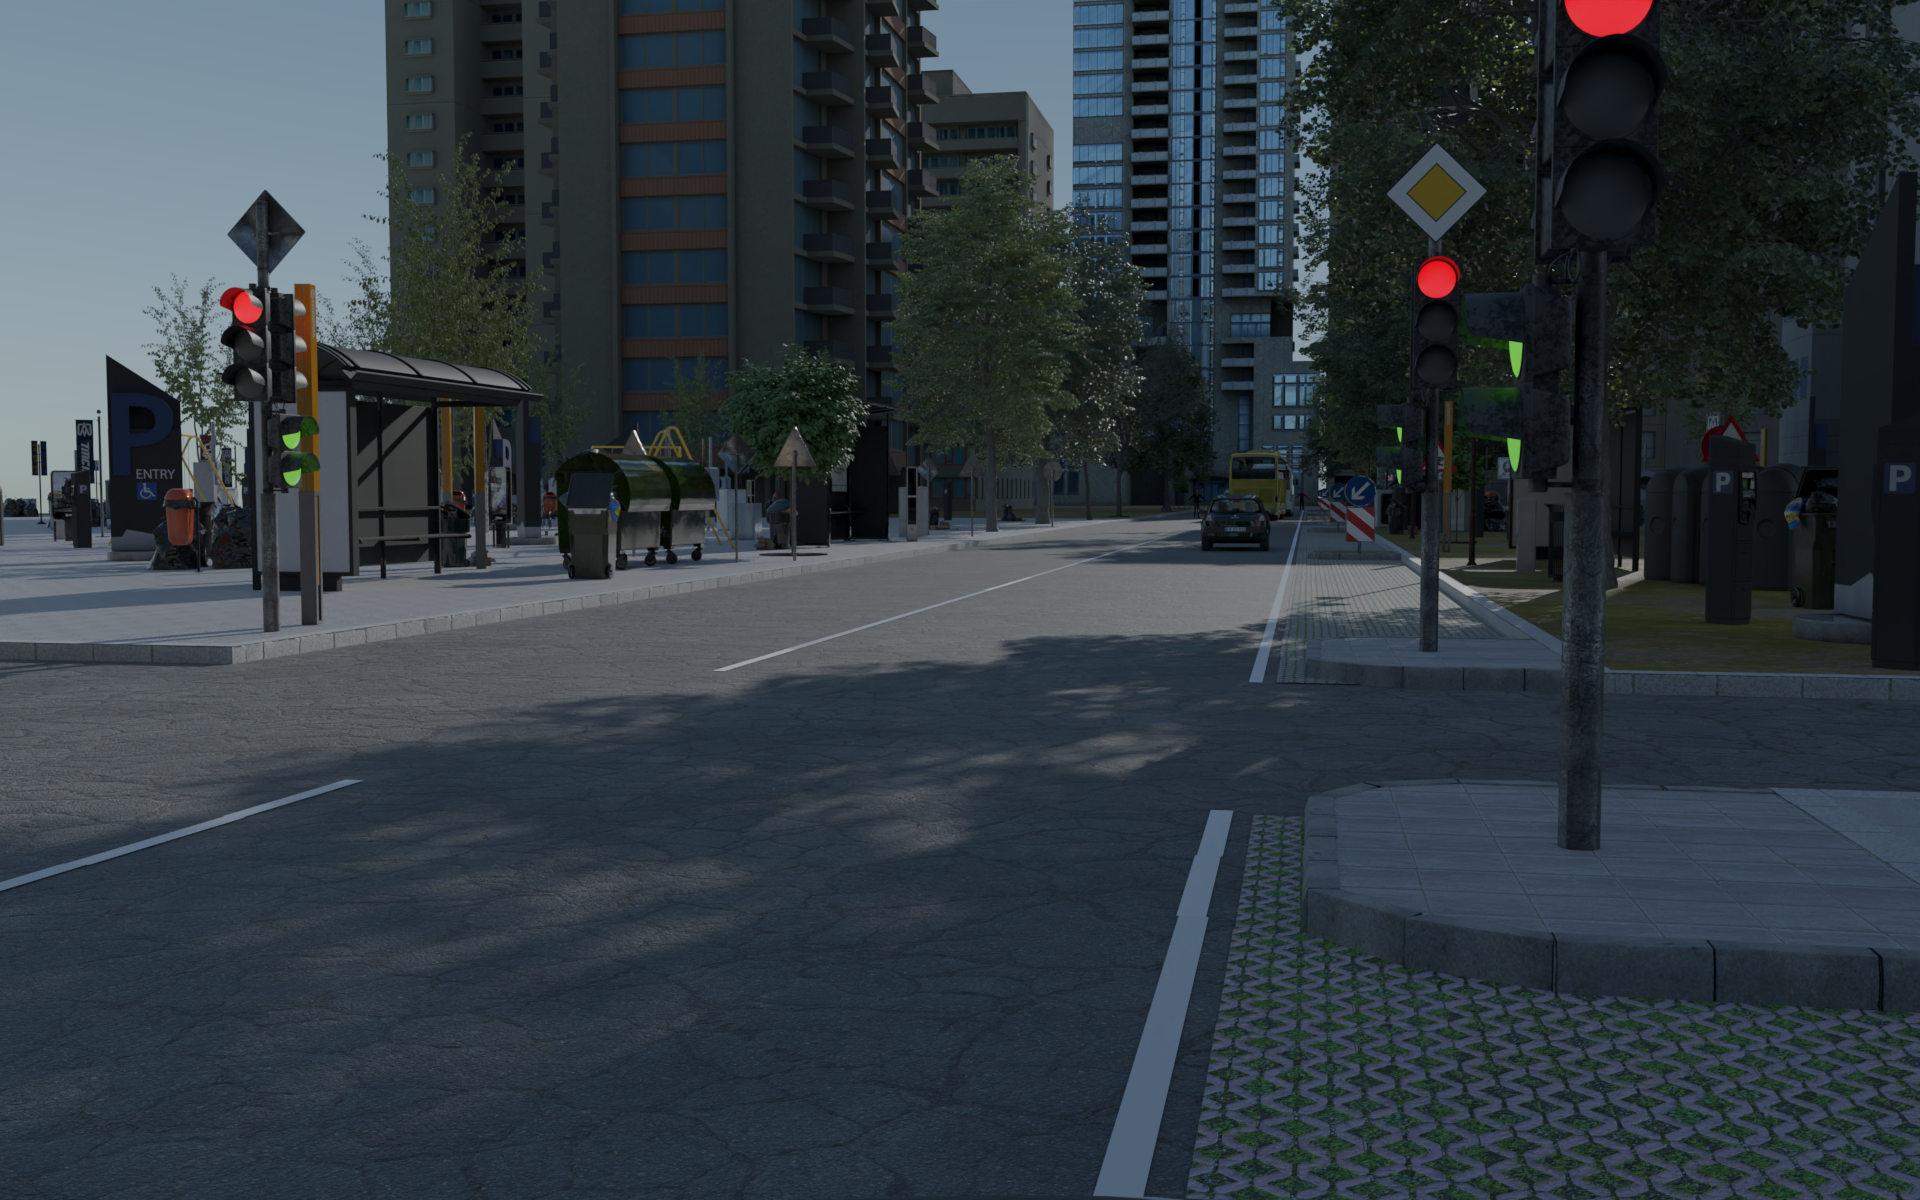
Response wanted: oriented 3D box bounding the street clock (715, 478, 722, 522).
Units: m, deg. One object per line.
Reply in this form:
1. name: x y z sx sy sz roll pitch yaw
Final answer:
1. street clock: -11.051 -4.550 78.959 0.358 2.002 0.471 -2 4 -33

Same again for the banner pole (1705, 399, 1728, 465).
1. banner pole: 20.123 -3.428 46.066 0.401 3.779 0.863 -1 4 -23

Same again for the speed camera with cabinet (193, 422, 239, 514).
1. speed camera with cabinet: -20.612 -3.280 47.971 0.660 3.252 2.038 0 4 -5

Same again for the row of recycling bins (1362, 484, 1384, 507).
1. row of recycling bins: 18.687 -3.971 72.036 3.534 1.692 1.069 2 4 30

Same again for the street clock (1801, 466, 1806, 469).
1. street clock: 21.975 -2.478 45.078 0.358 2.002 0.471 2 4 32

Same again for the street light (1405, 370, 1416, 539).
1. street light: 13.024 -4.704 49.700 0.468 5.910 1.993 1 4 11

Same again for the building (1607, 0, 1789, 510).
1. building: 46.747 -25.985 108.454 14.154 41.232 14.086 1 4 11

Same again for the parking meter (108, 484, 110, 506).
1. parking meter: -18.728 -2.011 38.597 0.399 1.863 0.255 0 4 -5

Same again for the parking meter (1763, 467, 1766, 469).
1. parking meter: 15.733 -1.729 33.982 0.255 1.863 0.399 -3 5 -44

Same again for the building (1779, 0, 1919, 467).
1. building: 41.074 -31.700 60.302 21.231 58.520 28.212 1 4 11

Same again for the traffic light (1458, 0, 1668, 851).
1. traffic light: 2.233 -1.056 6.187 0.839 4.253 0.868 1 4 11

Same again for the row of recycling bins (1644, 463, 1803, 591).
1. row of recycling bins: 10.809 -1.064 24.506 1.069 1.692 3.534 0 4 -6

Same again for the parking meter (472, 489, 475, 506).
1. parking meter: -26.420 -5.270 94.580 0.372 1.533 0.369 0 3 0

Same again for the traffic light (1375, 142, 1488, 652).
1. traffic light: 3.805 -1.535 14.017 0.839 4.253 0.868 1 4 11

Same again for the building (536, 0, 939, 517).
1. building: -13.645 -27.752 108.366 22.147 44.769 28.867 1 4 11

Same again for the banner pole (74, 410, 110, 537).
1. banner pole: -25.694 -3.746 51.266 0.863 3.779 0.401 -2 4 -25

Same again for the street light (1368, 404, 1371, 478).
1. street light: 20.525 -6.975 86.837 0.468 5.910 1.993 1 4 11

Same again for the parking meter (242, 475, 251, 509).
1. parking meter: -21.942 -2.920 53.459 0.399 1.863 0.255 2 4 29

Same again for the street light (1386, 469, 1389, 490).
1. street light: 16.842 -5.837 68.229 0.468 5.910 1.993 1 4 11

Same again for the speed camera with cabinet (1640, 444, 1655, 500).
1. speed camera with cabinet: 26.437 -4.549 68.720 2.038 3.252 0.660 1 4 17

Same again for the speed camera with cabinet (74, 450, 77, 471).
1. speed camera with cabinet: -40.186 -5.116 77.988 0.660 3.252 2.038 -3 5 -42

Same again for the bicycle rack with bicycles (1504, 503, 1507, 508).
1. bicycle rack with bicycles: 26.545 -4.256 82.970 2.925 0.926 2.852 2 4 26

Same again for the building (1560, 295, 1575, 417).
1. building: 55.060 -28.990 128.605 22.147 44.769 28.867 1 4 11

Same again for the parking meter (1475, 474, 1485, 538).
1. parking meter: 15.261 -2.776 51.092 0.255 1.863 0.399 -1 4 -15

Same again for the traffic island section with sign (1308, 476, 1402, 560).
1. traffic island section with sign: 8.703 -1.811 38.239 1.989 1.847 2.006 1 4 11

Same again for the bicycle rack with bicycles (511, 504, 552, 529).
1. bicycle rack with bicycles: -16.364 -3.139 64.700 2.852 0.926 2.925 -1 4 -10

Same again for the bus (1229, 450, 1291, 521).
1. bus: 16.645 -6.393 96.073 2.896 3.916 12.252 1 4 13

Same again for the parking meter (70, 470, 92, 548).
1. parking meter: -20.880 -2.167 41.134 0.255 1.863 0.399 3 5 40

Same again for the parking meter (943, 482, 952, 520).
1. parking meter: -0.605 -4.816 84.450 0.255 1.863 0.399 -3 5 -43

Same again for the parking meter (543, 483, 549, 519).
1. parking meter: -21.247 -5.100 89.100 0.255 1.863 0.399 2 4 34

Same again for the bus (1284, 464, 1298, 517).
1. bus: 20.284 -7.163 111.967 2.948 3.499 13.247 1 4 12

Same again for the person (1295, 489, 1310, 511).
1. person: 29.543 -8.634 149.628 1.348 1.831 0.705 1 4 10

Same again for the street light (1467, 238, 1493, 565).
1. street light: 9.248 -3.568 31.120 0.468 5.910 1.993 1 4 11

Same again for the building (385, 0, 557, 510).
1. building: -34.578 -32.209 150.314 21.600 48.544 21.300 1 4 11

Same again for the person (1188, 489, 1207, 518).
1. person: 14.001 -5.678 102.164 1.217 1.723 0.721 -1 4 -15

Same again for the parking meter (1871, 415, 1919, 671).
1. parking meter: 6.931 -0.428 12.707 0.255 1.863 0.399 -2 4 -34

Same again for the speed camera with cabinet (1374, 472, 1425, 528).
1. speed camera with cabinet: 17.019 -4.418 66.563 2.038 3.252 0.660 0 4 2

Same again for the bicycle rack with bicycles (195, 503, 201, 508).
1. bicycle rack with bicycles: -30.324 -3.339 67.974 2.925 0.926 2.852 2 4 30

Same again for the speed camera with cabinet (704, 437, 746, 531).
1. speed camera with cabinet: -8.388 -4.060 60.716 0.660 3.252 2.038 2 4 35

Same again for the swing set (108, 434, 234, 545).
1. swing set: -20.137 -2.882 44.737 2.862 2.851 3.119 -1 4 -10

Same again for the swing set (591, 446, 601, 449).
1. swing set: -10.702 -3.612 56.680 3.119 2.851 2.862 -1 4 -14

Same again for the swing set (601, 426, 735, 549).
1. swing set: -7.000 -2.682 41.465 2.862 2.851 3.119 -1 4 -14

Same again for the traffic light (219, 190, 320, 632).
1. traffic light: -6.407 -1.659 16.043 0.839 4.253 0.868 1 4 11

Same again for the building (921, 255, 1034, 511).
1. building: -10.293 -18.275 143.837 28.899 21.520 27.650 1 4 11

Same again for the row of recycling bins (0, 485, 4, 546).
1. row of recycling bins: -24.795 -2.247 43.849 1.069 1.692 3.534 -2 4 -29

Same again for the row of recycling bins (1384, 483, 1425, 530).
1. row of recycling bins: 16.781 -3.451 63.545 1.069 1.692 3.534 2 4 33

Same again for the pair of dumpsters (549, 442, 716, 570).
1. pair of dumpsters: -5.837 -1.754 31.164 1.574 2.255 4.437 1 4 11

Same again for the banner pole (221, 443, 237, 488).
1. banner pole: -34.664 -5.646 82.330 0.863 3.779 0.401 -1 4 -11

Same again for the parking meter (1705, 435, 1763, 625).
1. parking meter: 7.595 -0.694 17.056 0.255 1.863 0.399 -2 4 -29
